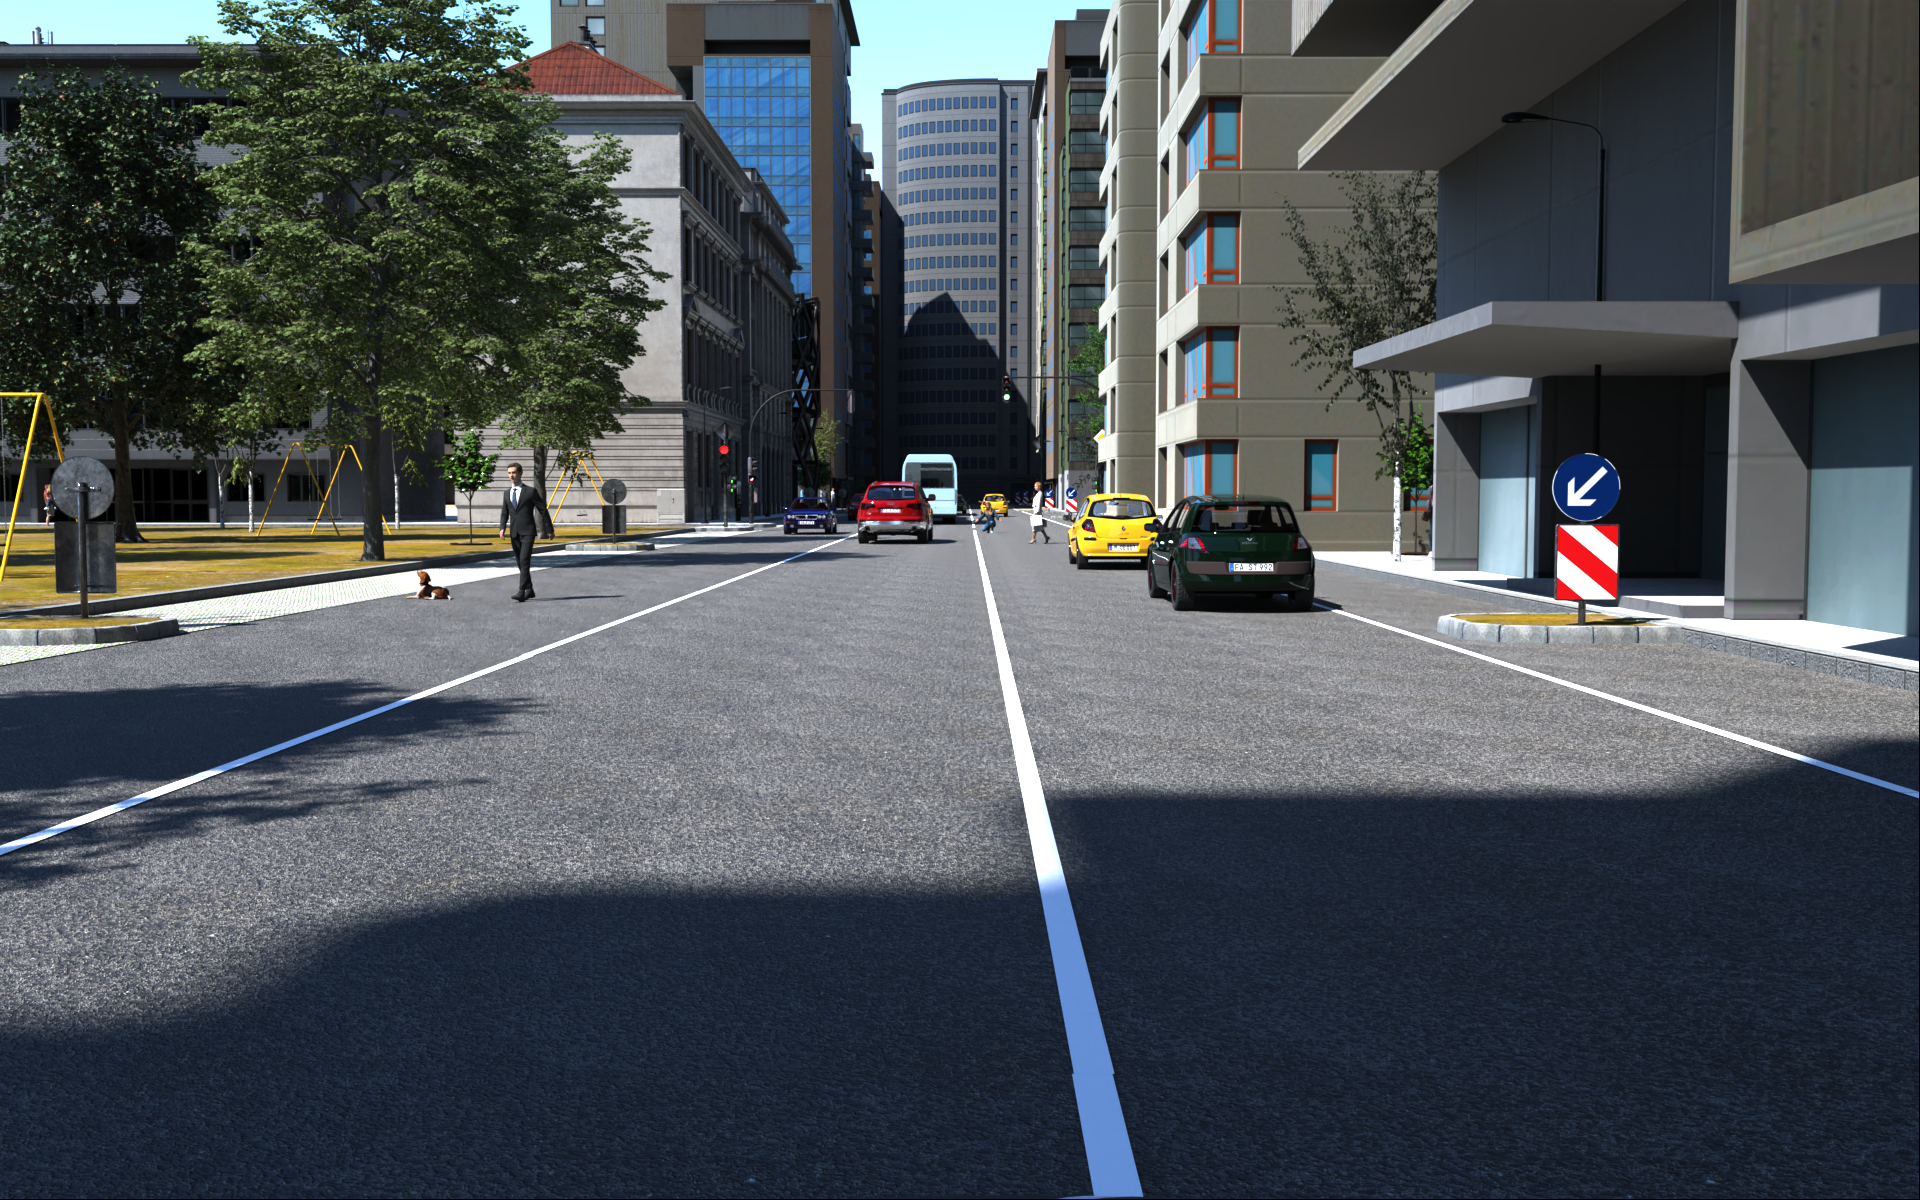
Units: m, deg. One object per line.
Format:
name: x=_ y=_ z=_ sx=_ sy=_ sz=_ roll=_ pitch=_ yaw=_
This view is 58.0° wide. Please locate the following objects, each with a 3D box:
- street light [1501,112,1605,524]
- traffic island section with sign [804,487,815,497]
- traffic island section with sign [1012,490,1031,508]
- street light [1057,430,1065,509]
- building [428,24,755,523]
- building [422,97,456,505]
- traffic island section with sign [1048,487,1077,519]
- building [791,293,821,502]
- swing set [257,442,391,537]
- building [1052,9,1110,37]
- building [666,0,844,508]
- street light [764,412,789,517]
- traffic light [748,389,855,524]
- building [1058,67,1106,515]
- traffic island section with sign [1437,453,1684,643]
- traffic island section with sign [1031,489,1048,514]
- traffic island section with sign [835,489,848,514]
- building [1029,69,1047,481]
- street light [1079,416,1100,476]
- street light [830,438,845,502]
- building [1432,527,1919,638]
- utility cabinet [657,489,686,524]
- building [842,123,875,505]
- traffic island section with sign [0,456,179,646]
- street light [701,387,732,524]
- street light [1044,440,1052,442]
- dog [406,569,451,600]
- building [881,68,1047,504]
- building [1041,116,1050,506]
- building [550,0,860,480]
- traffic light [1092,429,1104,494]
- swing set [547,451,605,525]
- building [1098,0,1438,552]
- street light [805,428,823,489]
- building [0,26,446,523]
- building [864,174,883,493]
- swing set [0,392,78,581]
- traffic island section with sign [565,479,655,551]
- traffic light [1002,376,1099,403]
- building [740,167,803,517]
street light: x=7.275 y=-2.977 z=21.219 sx=1.470 sy=5.913 sz=1.316 roll=0 pitch=4 yaw=0
traffic island section with sign: x=-8.645 y=-5.572 z=99.727 sx=1.989 sy=1.847 sz=2.006 roll=0 pitch=4 yaw=0
traffic island section with sign: x=6.581 y=-10.287 z=176.815 sx=1.989 sy=1.847 sz=2.006 roll=0 pitch=4 yaw=0
street light: x=7.762 y=-9.397 z=126.179 sx=1.470 sy=5.913 sz=1.316 roll=0 pitch=4 yaw=0
building: x=-17.089 y=-15.226 z=85.098 sx=11.583 sy=22.565 sz=21.152 roll=0 pitch=4 yaw=0
building: x=-66.567 y=-36.138 z=214.554 sx=21.600 sy=48.544 sz=21.300 roll=0 pitch=4 yaw=0
traffic island section with sign: x=6.281 y=-5.577 z=99.815 sx=1.989 sy=1.847 sz=2.006 roll=0 pitch=4 yaw=0
building: x=-18.863 y=-15.953 z=128.287 sx=16.820 sy=18.784 sz=16.811 roll=0 pitch=4 yaw=0
swing set: x=-19.761 y=-3.451 z=54.043 sx=2.862 sy=2.851 sz=3.119 roll=1 pitch=4 yaw=13
building: x=15.356 y=-31.313 z=162.085 sx=14.600 sy=45.320 sz=14.200 roll=0 pitch=4 yaw=0
building: x=-17.828 y=-30.987 z=156.745 sx=14.600 sy=45.320 sz=14.200 roll=0 pitch=4 yaw=0
street light: x=-10.376 y=-7.682 z=98.140 sx=1.470 sy=5.913 sz=1.316 roll=0 pitch=4 yaw=0
traffic light: x=-6.935 y=-6.138 z=75.017 sx=4.771 sy=5.953 sz=1.251 roll=0 pitch=4 yaw=0
building: x=14.237 y=-21.355 z=120.850 sx=14.160 sy=30.474 sz=14.107 roll=0 pitch=4 yaw=0
traffic island section with sign: x=5.965 y=-0.547 z=17.564 sx=1.989 sy=1.847 sz=2.006 roll=0 pitch=4 yaw=0
traffic island section with sign: x=6.385 y=-7.226 z=126.770 sx=1.989 sy=1.847 sz=2.006 roll=0 pitch=4 yaw=0
traffic island section with sign: x=-8.550 y=-7.220 z=126.682 sx=1.989 sy=1.847 sz=2.006 roll=0 pitch=4 yaw=0
building: x=23.245 y=-38.061 z=211.528 sx=28.713 sy=52.752 sz=27.495 roll=0 pitch=4 yaw=0
street light: x=7.738 y=-7.969 z=102.836 sx=1.470 sy=5.913 sz=1.316 roll=0 pitch=4 yaw=0
street light: x=-10.232 y=-10.479 z=143.865 sx=1.470 sy=5.913 sz=1.316 roll=0 pitch=4 yaw=0
building: x=18.935 y=-26.050 z=15.162 sx=28.713 sy=52.752 sz=27.495 roll=0 pitch=4 yaw=0
utility cabinet: x=-12.357 y=-4.000 z=74.085 sx=1.173 sy=1.500 sz=0.318 roll=0 pitch=4 yaw=-1
building: x=-25.984 y=-36.282 z=212.825 sx=30.456 sy=49.044 sz=23.786 roll=0 pitch=4 yaw=0
traffic island section with sign: x=-8.967 y=-0.523 z=17.182 sx=1.989 sy=1.847 sz=2.006 roll=0 pitch=4 yaw=0
street light: x=-10.566 y=-6.284 z=75.278 sx=1.470 sy=5.913 sz=1.316 roll=0 pitch=4 yaw=0
street light: x=7.989 y=-10.859 z=150.087 sx=1.470 sy=5.913 sz=1.316 roll=0 pitch=4 yaw=0
dog: x=-7.235 y=-0.208 z=23.599 sx=0.550 sy=0.427 sz=0.748 roll=-2 pitch=4 yaw=-26
building: x=3.322 y=-42.885 z=243.168 sx=28.212 sy=58.520 sz=21.231 roll=0 pitch=4 yaw=0
building: x=15.861 y=-31.003 z=190.498 sx=14.154 sy=41.232 sz=14.086 roll=0 pitch=4 yaw=0
building: x=-25.184 y=-35.970 z=177.355 sx=28.713 sy=52.752 sz=27.495 roll=0 pitch=4 yaw=0
traffic light: x=6.134 y=-5.262 z=74.947 sx=0.839 sy=4.253 sz=0.868 roll=0 pitch=4 yaw=0
swing set: x=-14.102 y=-4.101 z=64.679 sx=2.862 sy=2.851 sz=3.119 roll=0 pitch=4 yaw=-4
building: x=19.132 y=-12.673 z=52.244 sx=27.650 sy=21.520 sz=28.899 roll=0 pitch=4 yaw=0
street light: x=-10.244 y=-9.080 z=121.002 sx=1.470 sy=5.913 sz=1.316 roll=0 pitch=4 yaw=0
building: x=-41.560 y=-16.077 z=81.921 sx=30.058 sy=24.678 sz=14.314 roll=0 pitch=4 yaw=0
building: x=-17.941 y=-36.141 z=241.022 sx=14.200 sy=45.320 sz=14.600 roll=0 pitch=4 yaw=0
swing set: x=-15.690 y=-1.784 z=26.791 sx=3.119 sy=2.851 sz=2.862 roll=0 pitch=4 yaw=-1
traffic island section with sign: x=-8.859 y=-2.172 z=44.137 sx=1.989 sy=1.847 sz=2.006 roll=0 pitch=4 yaw=0
traffic light: x=4.011 y=-5.637 z=66.829 sx=4.771 sy=5.953 sz=1.251 roll=0 pitch=4 yaw=0
building: x=-17.501 y=-16.267 z=107.761 sx=13.314 sy=21.916 sz=24.055 roll=0 pitch=4 yaw=0
